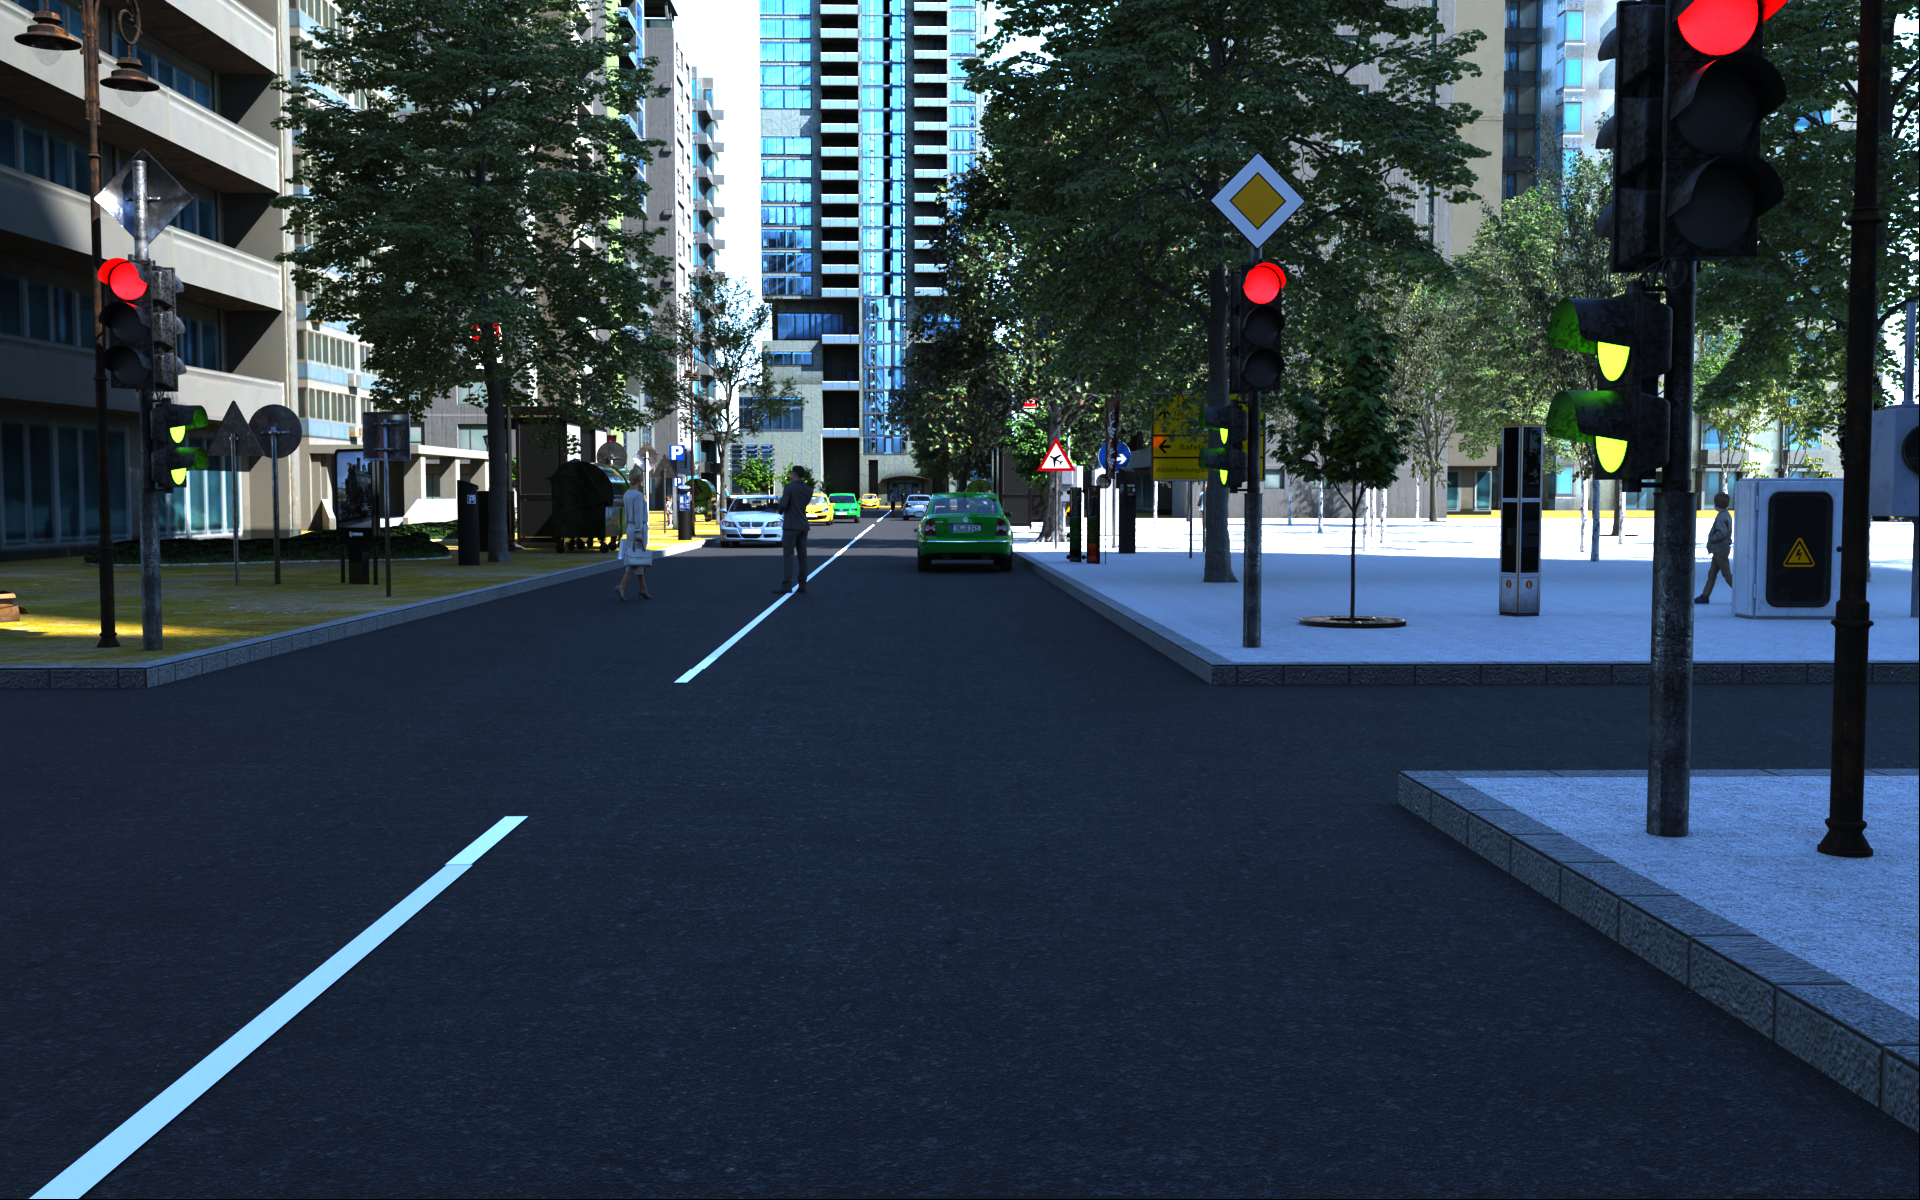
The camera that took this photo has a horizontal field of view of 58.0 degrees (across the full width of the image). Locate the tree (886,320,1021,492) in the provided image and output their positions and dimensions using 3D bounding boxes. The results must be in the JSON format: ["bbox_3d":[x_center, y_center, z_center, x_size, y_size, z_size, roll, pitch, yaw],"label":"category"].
[{"bbox_3d":[-0.020,-12.750,118.826,12.009,13.543,11.850,0,3,0],"label":"tree"}]

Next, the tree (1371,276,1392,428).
[{"bbox_3d":[21.853,-9.416,79.707,9.928,11.665,9.643,0,3,0],"label":"tree"}]

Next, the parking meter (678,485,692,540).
[{"bbox_3d":[-7.676,-2.439,48.287,0.372,1.533,0.369,0,3,0],"label":"parking meter"}]

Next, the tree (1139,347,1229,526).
[{"bbox_3d":[8.825,-6.871,62.701,4.360,8.622,3.978,0,3,0],"label":"tree"}]

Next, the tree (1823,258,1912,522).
[{"bbox_3d":[50.241,-11.117,83.583,18.604,14.587,13.155,-1,4,-13],"label":"tree"}]

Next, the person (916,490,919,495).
[{"bbox_3d":[-3.619,-9.000,156.180,0.750,1.759,0.617,0,4,5],"label":"person"}]

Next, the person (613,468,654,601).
[{"bbox_3d":[-4.420,-0.889,23.381,0.624,1.780,0.694,-2,4,-23],"label":"person"}]

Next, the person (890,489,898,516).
[{"bbox_3d":[-4.235,-6.239,111.297,0.721,1.735,1.217,1,4,14],"label":"person"}]

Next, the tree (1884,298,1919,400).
[{"bbox_3d":[28.536,-6.003,48.518,4.360,8.622,3.978,0,3,0],"label":"tree"}]

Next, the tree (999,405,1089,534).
[{"bbox_3d":[2.840,-4.453,56.523,4.285,4.588,4.351,0,3,0],"label":"tree"}]

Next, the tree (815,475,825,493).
[{"bbox_3d":[-9.963,-7.220,112.653,1.663,3.219,1.824,0,3,0],"label":"tree"}]

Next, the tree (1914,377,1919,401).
[{"bbox_3d":[25.365,-6.408,39.189,8.767,10.594,7.601,-2,4,-27],"label":"tree"}]

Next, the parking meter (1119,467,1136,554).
[{"bbox_3d":[3.616,-1.939,37.409,0.255,1.863,0.399,-1,4,-21],"label":"parking meter"}]

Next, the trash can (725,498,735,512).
[{"bbox_3d":[-8.771,-3.406,67.350,0.748,1.137,0.748,0,3,0],"label":"trash can"}]

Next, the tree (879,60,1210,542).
[{"bbox_3d":[2.609,-7.895,46.085,9.611,12.733,9.660,0,3,0],"label":"tree"}]

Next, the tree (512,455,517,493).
[{"bbox_3d":[-18.097,-4.663,70.834,1.663,3.219,1.824,0,3,0],"label":"tree"}]

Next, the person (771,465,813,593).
[{"bbox_3d":[-2.461,-1.034,25.205,0.447,1.846,0.655,3,5,42],"label":"person"}]

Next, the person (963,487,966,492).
[{"bbox_3d":[0.418,-6.459,112.353,0.721,1.736,1.217,-2,4,-25],"label":"person"}]

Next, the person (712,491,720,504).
[{"bbox_3d":[-17.235,-7.046,121.249,1.348,1.824,0.705,-1,4,-9],"label":"person"}]

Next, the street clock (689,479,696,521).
[{"bbox_3d":[-12.572,-4.705,81.496,0.358,2.002,0.471,-3,4,-37],"label":"street clock"}]

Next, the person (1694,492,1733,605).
[{"bbox_3d":[8.815,-0.596,20.056,0.640,1.303,0.475,1,4,19],"label":"person"}]

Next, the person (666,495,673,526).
[{"bbox_3d":[-11.676,-3.612,69.789,0.332,1.250,0.352,1,4,13],"label":"person"}]

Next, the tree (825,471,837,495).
[{"bbox_3d":[-10.513,-8.889,139.938,1.663,3.219,1.824,0,3,0],"label":"tree"}]

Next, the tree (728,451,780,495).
[{"bbox_3d":[-9.776,-5.286,81.029,1.663,3.219,1.824,0,3,0],"label":"tree"}]

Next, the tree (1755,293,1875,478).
[{"bbox_3d":[28.112,-6.604,58.337,4.737,8.622,4.395,0,3,0],"label":"tree"}]

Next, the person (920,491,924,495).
[{"bbox_3d":[-3.479,-9.361,162.279,1.217,1.735,0.721,-2,4,-33],"label":"person"}]

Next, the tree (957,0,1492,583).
[{"bbox_3d":[3.635,-6.508,24.525,7.486,12.596,7.792,0,3,0],"label":"tree"}]

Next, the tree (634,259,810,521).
[{"bbox_3d":[-9.826,-8.271,69.641,8.767,10.594,7.601,2,4,34],"label":"tree"}]

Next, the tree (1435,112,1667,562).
[{"bbox_3d":[11.860,-5.037,32.712,4.360,8.622,3.978,0,3,0],"label":"tree"}]

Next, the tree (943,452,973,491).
[{"bbox_3d":[-0.037,-12.361,152.458,4.737,8.622,4.395,0,3,0],"label":"tree"}]

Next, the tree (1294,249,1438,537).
[{"bbox_3d":[12.106,-6.188,51.542,4.737,8.622,4.395,0,3,0],"label":"tree"}]

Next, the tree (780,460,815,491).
[{"bbox_3d":[-9.373,-6.301,97.623,1.663,3.219,1.824,0,3,0],"label":"tree"}]

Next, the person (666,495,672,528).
[{"bbox_3d":[-10.821,-3.594,65.801,0.522,1.701,0.512,2,4,31],"label":"person"}]

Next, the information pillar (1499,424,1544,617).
[{"bbox_3d":[5.908,-0.841,18.238,0.304,2.012,0.304,-1,4,-22],"label":"information pillar"}]

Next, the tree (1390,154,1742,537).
[{"bbox_3d":[19.983,-7.742,52.331,9.928,11.665,9.643,0,3,0],"label":"tree"}]

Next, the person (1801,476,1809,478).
[{"bbox_3d":[19.578,-2.025,40.150,0.522,1.701,0.512,1,4,8],"label":"person"}]

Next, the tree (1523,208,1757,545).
[{"bbox_3d":[16.509,-5.698,43.518,4.737,8.622,4.395,0,3,0],"label":"tree"}]

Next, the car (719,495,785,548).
[{"bbox_3d":[-5.600,-2.200,47.964,2.014,1.417,4.499,0,4,-2],"label":"car"}]

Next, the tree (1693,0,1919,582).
[{"bbox_3d":[13.549,-6.550,25.220,7.486,12.596,7.792,0,3,0],"label":"tree"}]

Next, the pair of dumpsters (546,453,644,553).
[{"bbox_3d":[-8.305,-2.262,39.483,1.574,2.255,4.437,0,4,-1],"label":"pair of dumpsters"}]

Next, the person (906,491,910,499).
[{"bbox_3d":[-4.965,-9.566,165.819,0.530,1.710,0.541,-3,4,-38],"label":"person"}]

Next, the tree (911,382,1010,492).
[{"bbox_3d":[0.322,-14.043,136.260,9.857,13.997,8.962,0,3,0],"label":"tree"}]

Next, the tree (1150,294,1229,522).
[{"bbox_3d":[10.890,-8.896,79.857,7.601,10.594,8.767,-2,4,-29],"label":"tree"}]

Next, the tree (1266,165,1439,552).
[{"bbox_3d":[9.030,-5.360,38.006,4.360,8.622,3.978,0,3,0],"label":"tree"}]

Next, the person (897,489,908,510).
[{"bbox_3d":[-5.018,-8.907,153.763,1.348,1.869,0.705,-1,4,-21],"label":"person"}]

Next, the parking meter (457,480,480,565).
[{"bbox_3d":[-8.876,-1.398,31.272,0.372,1.533,0.369,0,3,0],"label":"parking meter"}]

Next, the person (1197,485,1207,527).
[{"bbox_3d":[9.449,-3.703,66.686,0.616,1.811,0.778,3,5,43],"label":"person"}]

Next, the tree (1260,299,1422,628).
[{"bbox_3d":[3.964,-1.372,17.033,1.663,3.219,1.824,0,3,0],"label":"tree"}]

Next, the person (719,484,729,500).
[{"bbox_3d":[-11.979,-4.998,88.097,0.601,1.785,0.444,3,5,42],"label":"person"}]

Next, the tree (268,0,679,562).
[{"bbox_3d":[-9.174,-6.991,32.431,7.486,12.596,7.792,0,3,0],"label":"tree"}]

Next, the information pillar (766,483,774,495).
[{"bbox_3d":[-9.188,-4.860,83.958,0.304,2.012,0.304,-2,4,-31],"label":"information pillar"}]
